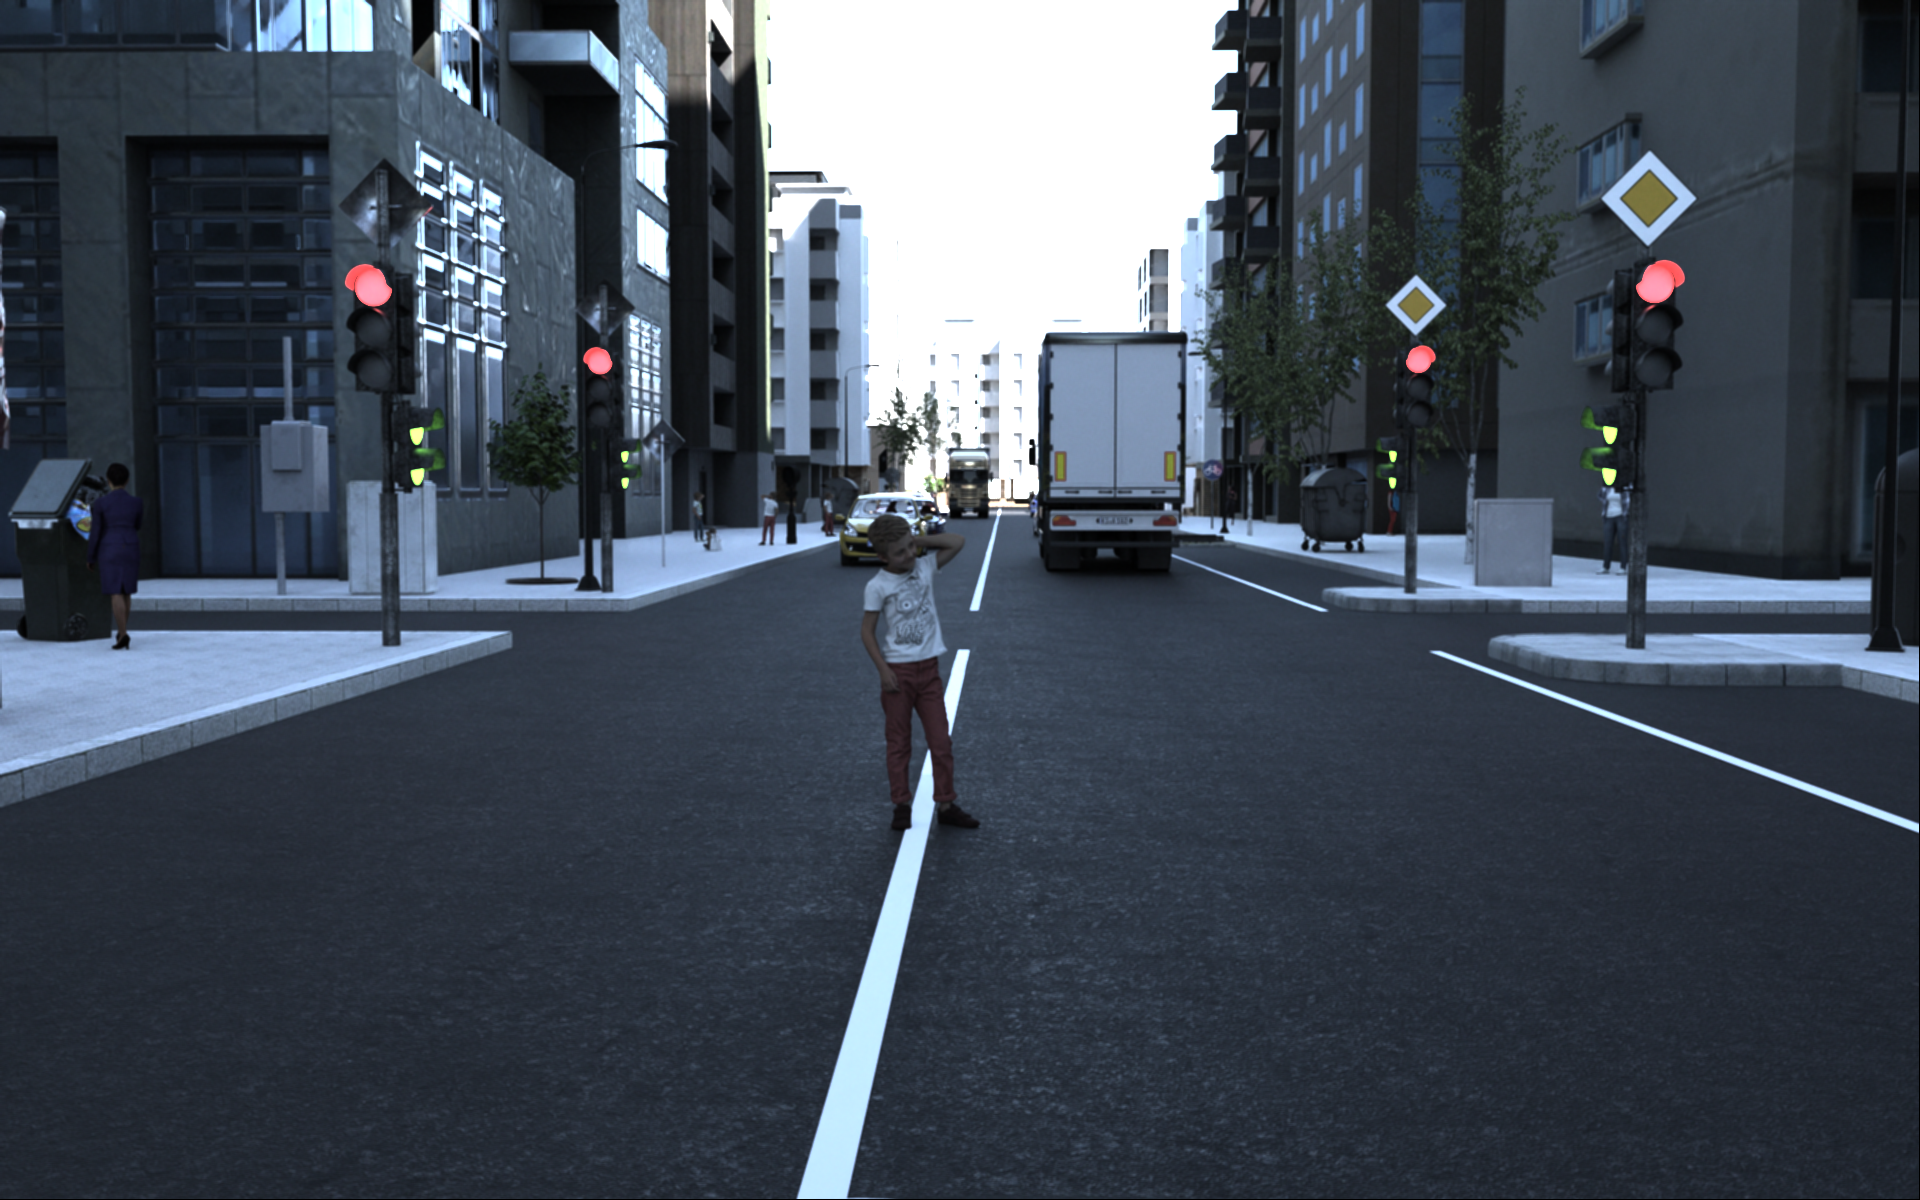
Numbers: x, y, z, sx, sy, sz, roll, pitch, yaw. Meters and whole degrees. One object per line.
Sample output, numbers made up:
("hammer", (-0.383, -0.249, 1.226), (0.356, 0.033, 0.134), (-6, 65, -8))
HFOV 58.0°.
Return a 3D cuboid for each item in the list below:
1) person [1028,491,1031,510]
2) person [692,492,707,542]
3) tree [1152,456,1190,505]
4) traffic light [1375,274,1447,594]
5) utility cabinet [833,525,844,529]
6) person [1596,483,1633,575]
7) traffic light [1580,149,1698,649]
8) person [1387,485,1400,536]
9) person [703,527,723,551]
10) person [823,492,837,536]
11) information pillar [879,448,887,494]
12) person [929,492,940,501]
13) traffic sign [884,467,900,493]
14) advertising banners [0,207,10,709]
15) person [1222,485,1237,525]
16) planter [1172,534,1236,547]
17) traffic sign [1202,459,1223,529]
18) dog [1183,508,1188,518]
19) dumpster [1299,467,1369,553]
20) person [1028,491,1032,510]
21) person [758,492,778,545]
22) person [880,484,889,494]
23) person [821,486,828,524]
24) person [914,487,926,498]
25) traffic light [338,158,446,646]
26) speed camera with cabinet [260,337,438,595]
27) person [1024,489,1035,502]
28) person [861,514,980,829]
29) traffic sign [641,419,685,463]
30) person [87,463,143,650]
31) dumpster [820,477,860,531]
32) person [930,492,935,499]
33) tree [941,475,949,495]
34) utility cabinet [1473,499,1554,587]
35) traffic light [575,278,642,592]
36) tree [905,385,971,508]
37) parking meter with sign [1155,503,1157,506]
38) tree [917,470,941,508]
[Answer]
("person", (6.528, -9.213, 159.923), (0.721, 1.735, 1.217), (-1, 4, -9))
("person", (-6.973, -2.232, 46.441), (0.340, 1.345, 0.435), (0, 4, 1))
("tree", (9.666, -6.229, 85.554), (4.285, 4.588, 4.351), (0, 3, 0))
("traffic light", (5.805, -2.040, 22.280), (0.839, 4.253, 0.868), (0, 4, 1))
("utility cabinet", (-4.316, -3.246, 64.240), (0.306, 1.237, 1.020), (2, 4, 32))
("person", (10.488, -1.276, 27.622), (0.376, 1.734, 0.841), (-3, 4, -38))
("traffic light", (5.602, -1.552, 14.297), (0.839, 4.253, 0.868), (0, 4, 1))
("person", (13.272, -2.769, 53.020), (0.593, 1.614, 0.444), (-2, 4, -32))
("person", (-5.587, -1.390, 39.239), (0.357, 0.543, 0.381), (3, 5, 43))
("person", (-3.946, -2.607, 52.573), (0.340, 1.345, 0.435), (0, 4, 8))
("information pillar", (-3.890, -5.905, 87.902), (0.504, 3.616, 0.183), (2, 4, 33))
("person", (-2.529, -9.969, 169.061), (1.348, 1.821, 0.705), (1, 4, 12))
("traffic sign", (-3.270, -5.065, 82.918), (0.768, 2.556, 0.104), (0, 4, 8))
("advertising banners", (-5.589, -0.831, 9.768), (0.090, 3.025, 2.074), (-1, 4, -16))
("person", (11.055, -3.890, 71.113), (0.593, 1.643, 0.415), (-1, 4, -11))
("planter", (6.480, -1.628, 47.759), (1.991, 0.319, 1.994), (0, 4, 1))
("traffic sign", (9.308, -3.900, 63.872), (0.768, 2.556, 0.104), (0, 4, 7))
("dog", (12.228, -4.729, 94.142), (0.406, 0.507, 0.540), (-3, 5, -43))
("dumpster", (8.316, -2.003, 38.506), (1.264, 1.857, 1.865), (0, 4, 1))
("person", (6.442, -8.790, 152.747), (0.617, 1.759, 0.750), (3, 4, 38))
("person", (-4.829, -2.060, 43.629), (0.435, 1.345, 0.340), (-2, 4, -30))
("person", (-3.407, -4.437, 79.318), (0.376, 1.734, 0.841), (-1, 4, -22))
("person", (-5.716, -4.199, 74.817), (0.598, 1.807, 0.434), (-1, 4, -14))
("person", (-3.031, -7.268, 124.900), (1.348, 1.821, 0.705), (-1, 4, -17))
("traffic light", (-4.796, -1.567, 14.544), (0.839, 4.253, 0.868), (0, 4, 1))
("speed camera with cabinet", (-7.782, -1.697, 22.088), (2.038, 3.252, 0.660), (0, 4, -1))
("person", (4.941, -6.628, 117.394), (1.217, 1.766, 0.721), (2, 4, 25))
("person", (-0.171, 0.304, 7.437), (0.435, 1.345, 0.340), (-2, 4, -31))
("traffic sign", (-5.221, -1.875, 30.382), (0.795, 2.593, 0.064), (1, 4, 10))
("person", (-7.051, -0.366, 14.405), (0.546, 1.535, 0.453), (2, 4, 29))
("dumpster", (-4.167, -3.319, 60.026), (1.264, 1.857, 1.865), (0, 4, 2))
("person", (-2.513, -9.392, 160.046), (0.568, 1.767, 0.683), (-1, 4, -21))
("tree", (-1.846, -9.879, 156.125), (1.663, 3.219, 1.824), (0, 3, 0))
("utility cabinet", (7.696, -0.792, 24.116), (1.020, 1.237, 0.306), (1, 4, 9))
("traffic light", (-4.593, -2.055, 22.527), (0.839, 4.253, 0.868), (0, 4, 1))
("tree", (-2.282, -13.086, 148.362), (7.601, 10.594, 8.767), (0, 4, 3))
("parking meter with sign", (9.856, -5.670, 88.965), (0.543, 3.016, 1.738), (-1, 4, -15))
("tree", (-2.618, -8.740, 137.501), (1.663, 3.219, 1.824), (0, 3, 0))
